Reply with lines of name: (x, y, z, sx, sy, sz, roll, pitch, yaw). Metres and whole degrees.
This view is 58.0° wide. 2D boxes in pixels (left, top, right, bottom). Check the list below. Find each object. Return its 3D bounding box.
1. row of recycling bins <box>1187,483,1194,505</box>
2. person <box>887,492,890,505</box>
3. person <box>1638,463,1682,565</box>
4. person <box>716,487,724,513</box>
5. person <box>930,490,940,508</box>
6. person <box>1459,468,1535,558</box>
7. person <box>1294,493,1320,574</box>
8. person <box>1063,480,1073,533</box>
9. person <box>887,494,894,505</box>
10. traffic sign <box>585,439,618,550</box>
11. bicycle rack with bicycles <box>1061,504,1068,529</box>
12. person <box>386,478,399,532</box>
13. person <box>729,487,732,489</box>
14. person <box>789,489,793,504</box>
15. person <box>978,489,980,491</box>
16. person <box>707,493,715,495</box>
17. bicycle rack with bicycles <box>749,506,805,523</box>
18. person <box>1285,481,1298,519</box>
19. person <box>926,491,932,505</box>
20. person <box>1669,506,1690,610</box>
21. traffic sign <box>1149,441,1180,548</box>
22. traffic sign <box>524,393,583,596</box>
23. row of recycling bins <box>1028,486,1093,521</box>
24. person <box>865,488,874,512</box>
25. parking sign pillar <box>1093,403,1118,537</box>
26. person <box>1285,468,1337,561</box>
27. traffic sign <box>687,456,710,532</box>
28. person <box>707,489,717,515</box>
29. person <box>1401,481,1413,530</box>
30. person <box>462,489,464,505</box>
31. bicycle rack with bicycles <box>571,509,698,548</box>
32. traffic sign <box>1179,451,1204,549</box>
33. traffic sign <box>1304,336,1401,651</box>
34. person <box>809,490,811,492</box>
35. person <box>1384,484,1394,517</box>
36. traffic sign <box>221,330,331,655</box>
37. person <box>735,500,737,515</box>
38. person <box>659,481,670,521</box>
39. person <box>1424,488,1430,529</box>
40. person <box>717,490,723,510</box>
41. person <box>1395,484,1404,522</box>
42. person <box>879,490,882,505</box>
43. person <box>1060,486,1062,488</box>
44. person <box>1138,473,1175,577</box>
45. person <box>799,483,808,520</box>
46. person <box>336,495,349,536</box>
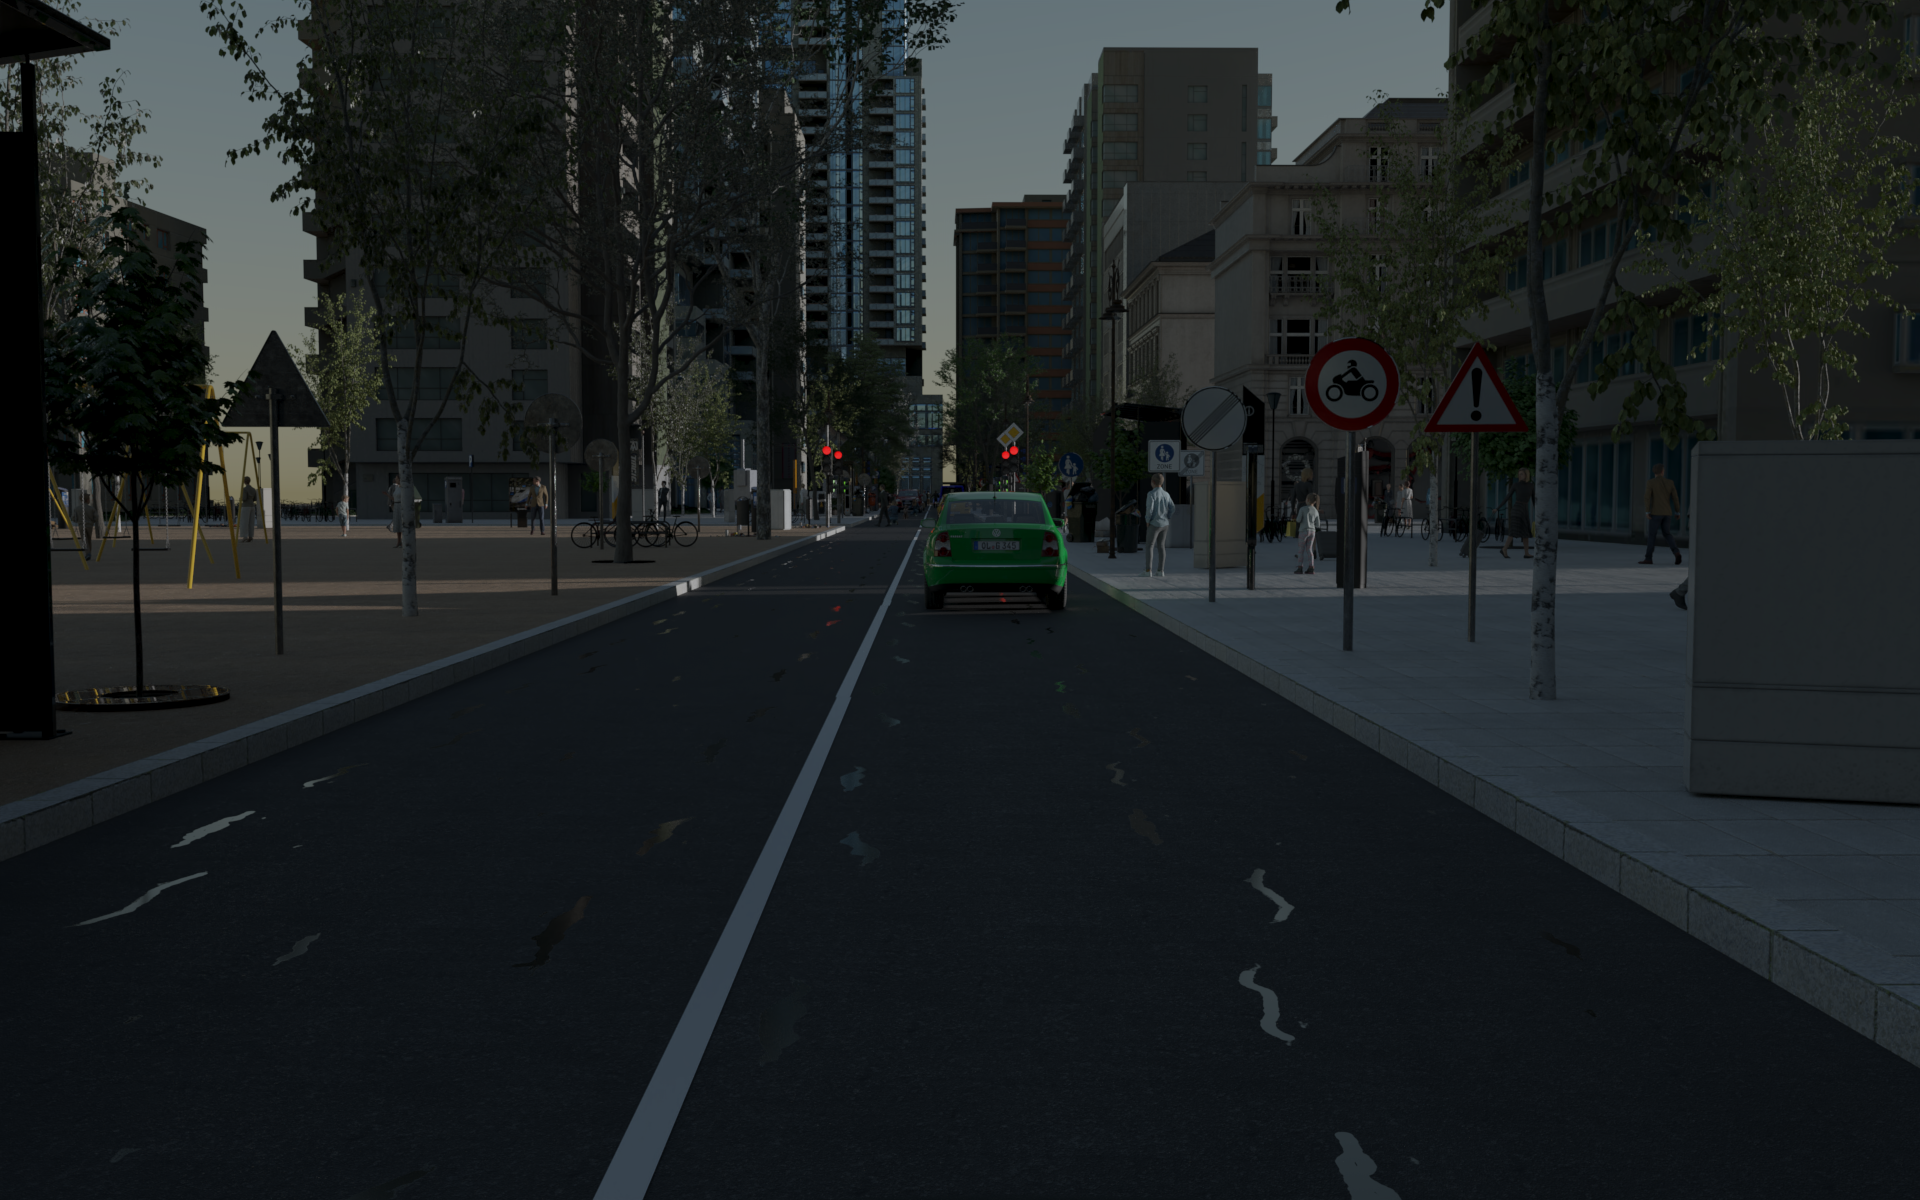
row of recycling bins: (8.584, -3.615, 66.221, 3.534, 1.692, 1.069, -1, 4, -19)
person: (-8.581, -12.075, 204.264, 0.445, 1.727, 0.742, 2, 4, 25)
person: (12.799, -1.565, 31.548, 0.656, 1.842, 0.836, -3, 4, -37)
person: (-16.291, -6.871, 118.652, 0.850, 1.792, 0.678, 2, 4, 30)
person: (-2.491, -10.412, 178.878, 1.348, 1.807, 0.705, 1, 4, 21)
person: (10.856, -1.737, 34.667, 1.509, 1.804, 0.699, 2, 4, 34)
person: (5.549, -1.069, 27.807, 0.425, 1.301, 0.394, -3, 4, -37)
person: (3.577, -3.039, 56.479, 0.466, 1.731, 0.760, 1, 4, 19)
person: (-8.134, -11.771, 201.690, 0.799, 1.438, 0.628, -1, 4, -12)
traffic sign: (-8.275, -2.437, 39.957, 0.768, 2.556, 0.104, 0, 4, 1)
bicycle rack with bicycles: (4.716, -3.043, 63.134, 2.852, 0.926, 2.925, 3, 4, 36)
person: (-18.890, -3.173, 58.019, 0.679, 1.850, 0.850, 2, 4, 32)
person: (-17.768, -7.811, 133.997, 0.529, 1.795, 0.600, -3, 5, -44)
person: (-17.998, -10.907, 184.000, 0.705, 1.869, 1.348, 3, 5, 41)
person: (2.023, -10.513, 178.385, 0.568, 1.767, 0.683, -3, 5, -41)
person: (-19.351, -7.839, 134.780, 0.480, 1.755, 0.524, 3, 4, 36)
bicycle rack with bicycles: (-8.217, -3.858, 76.453, 2.925, 0.926, 2.852, -2, 4, -25)
person: (15.157, -4.428, 78.222, 0.755, 1.850, 0.659, -1, 4, -18)
person: (-4.151, -13.181, 223.635, 1.348, 1.869, 0.705, -2, 4, -28)
person: (8.260, -0.786, 19.001, 0.850, 1.850, 0.679, 2, 4, 25)
traffic sign: (3.885, -1.887, 32.976, 0.606, 2.300, 0.079, 0, 4, 1)
traffic sign: (-5.134, -1.330, 21.852, 0.768, 2.556, 0.104, 0, 4, 8)
row of recycling bins: (4.518, -4.278, 77.066, 3.534, 1.692, 1.069, 3, 4, 37)
person: (-6.536, -7.202, 124.542, 0.760, 1.731, 0.466, -2, 4, -32)
parking sign pillar: (4.460, -3.876, 51.852, 1.447, 3.967, 1.447, -2, 4, -24)
person: (6.910, -1.695, 33.967, 0.699, 1.804, 1.509, 0, 4, -7)
traffic sign: (-8.824, -3.570, 58.474, 0.768, 2.556, 0.104, 0, 4, 0)
person: (-15.208, -6.015, 106.197, 0.589, 1.601, 0.330, -2, 4, -24)
person: (16.125, -3.428, 62.659, 0.480, 1.755, 0.524, -2, 4, -25)
person: (-23.049, -4.495, 79.552, 0.555, 1.821, 0.388, 0, 4, 1)
bicycle rack with bicycles: (-7.829, -1.753, 42.041, 2.925, 0.926, 2.852, 0, 4, -6)
traffic sign: (5.418, -2.351, 40.571, 0.606, 2.300, 0.079, 0, 4, 7)
traffic sign: (3.180, -0.857, 14.121, 0.768, 2.556, 0.104, 0, 4, 7)
person: (-15.496, -10.620, 180.471, 0.721, 1.735, 1.217, 0, 4, 7)
person: (20.026, -4.555, 80.941, 0.576, 1.772, 0.534, 2, 4, 34)
traffic sign: (-5.445, -0.843, 13.783, 0.884, 2.594, 0.081, 0, 4, 3)
person: (-13.709, -6.077, 107.220, 0.589, 1.601, 0.330, 1, 4, 16)
person: (-13.723, -4.552, 79.834, 0.648, 1.900, 0.474, 1, 4, 11)
person: (16.732, -3.370, 61.482, 0.601, 1.785, 0.444, -3, 5, -40)
person: (-18.694, -7.921, 135.795, 0.600, 1.795, 0.529, 0, 4, 1)
person: (19.695, -4.318, 77.387, 0.466, 1.731, 0.760, 0, 4, 3)
person: (-7.889, -10.284, 174.971, 0.721, 1.735, 1.217, 0, 4, -8)
person: (5.352, -5.238, 91.883, 0.606, 1.804, 0.583, -2, 4, -34)
person: (3.072, -1.170, 26.986, 0.589, 1.601, 0.330, -2, 4, -26)
person: (-7.536, -4.747, 83.886, 0.478, 1.798, 0.641, -3, 4, -36)
person: (-18.695, -2.552, 52.459, 0.332, 1.250, 0.352, 2, 4, 31)
